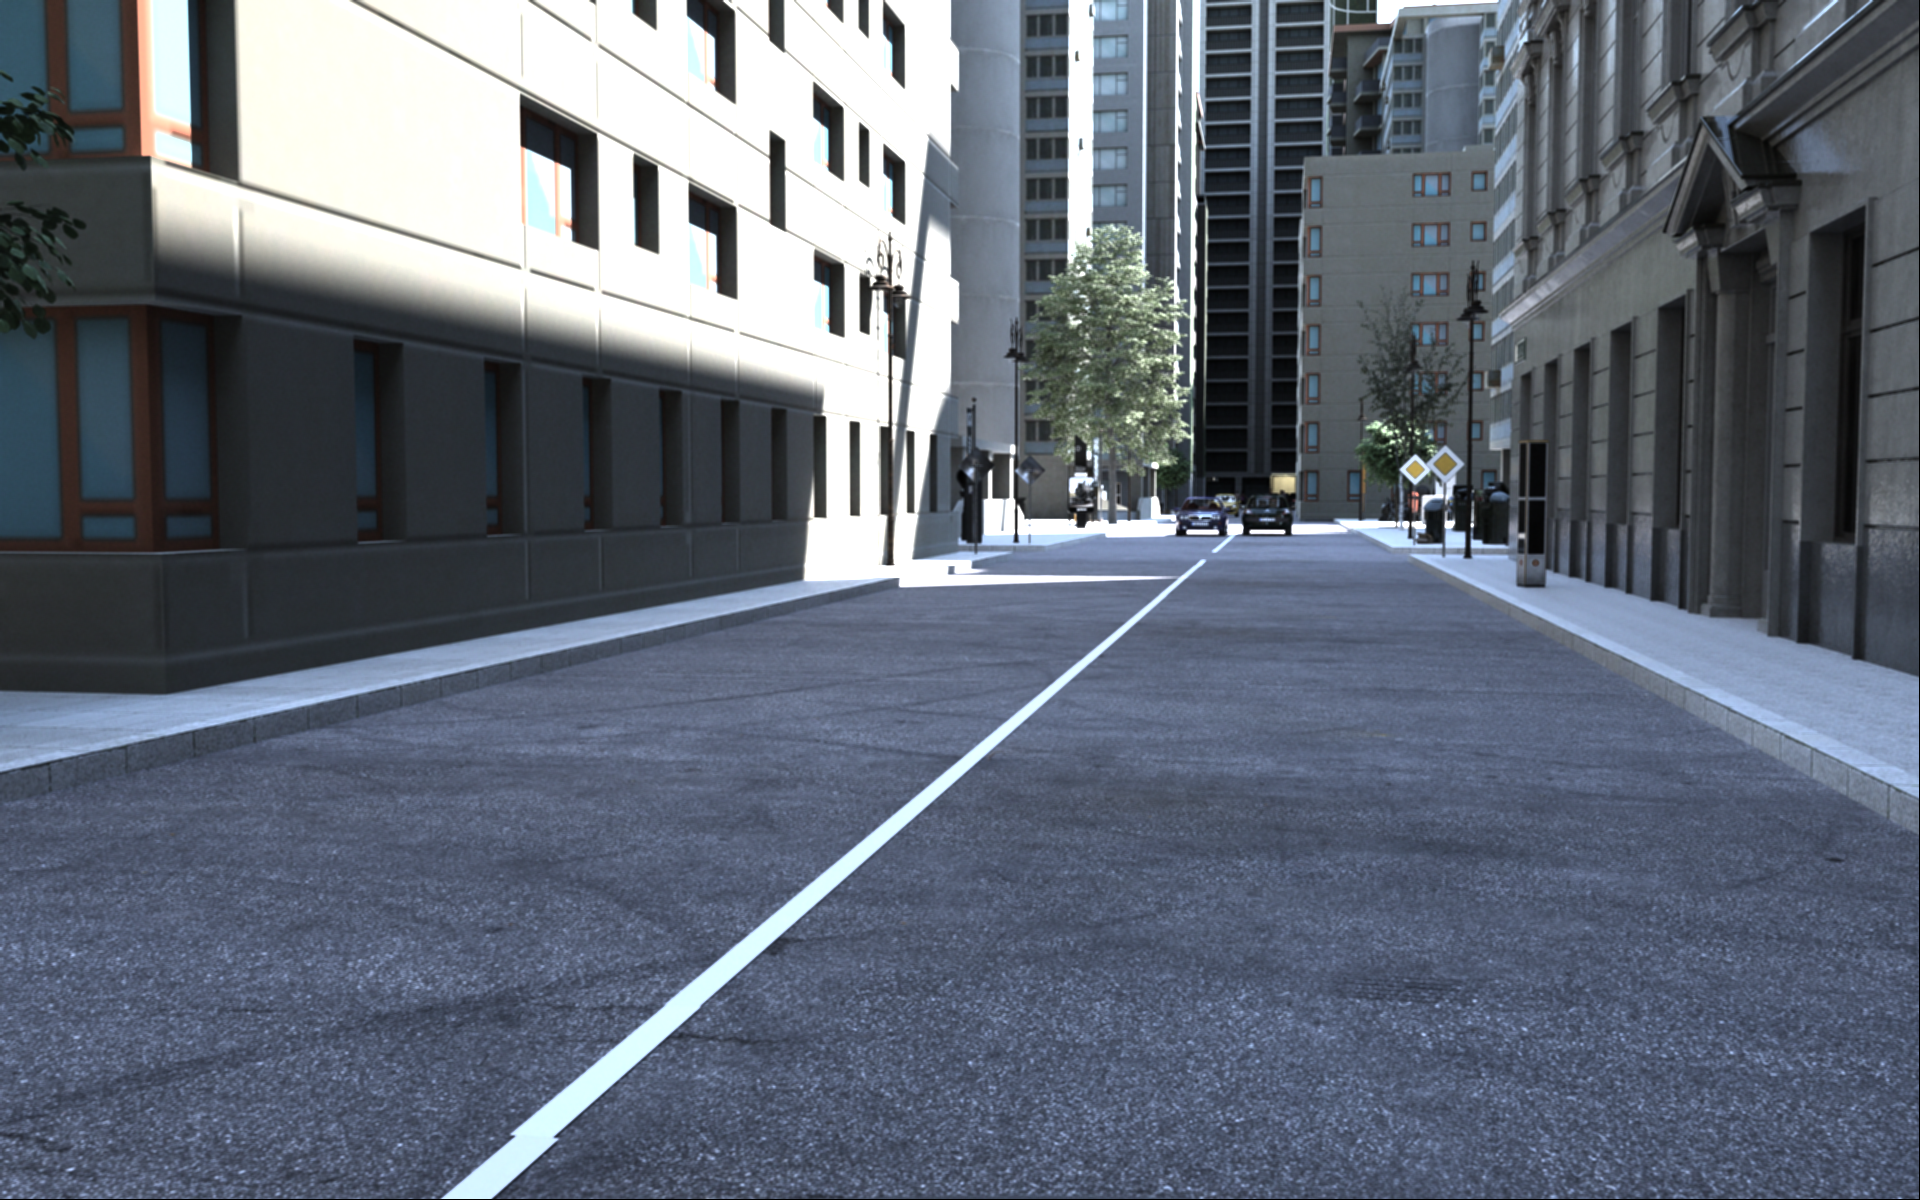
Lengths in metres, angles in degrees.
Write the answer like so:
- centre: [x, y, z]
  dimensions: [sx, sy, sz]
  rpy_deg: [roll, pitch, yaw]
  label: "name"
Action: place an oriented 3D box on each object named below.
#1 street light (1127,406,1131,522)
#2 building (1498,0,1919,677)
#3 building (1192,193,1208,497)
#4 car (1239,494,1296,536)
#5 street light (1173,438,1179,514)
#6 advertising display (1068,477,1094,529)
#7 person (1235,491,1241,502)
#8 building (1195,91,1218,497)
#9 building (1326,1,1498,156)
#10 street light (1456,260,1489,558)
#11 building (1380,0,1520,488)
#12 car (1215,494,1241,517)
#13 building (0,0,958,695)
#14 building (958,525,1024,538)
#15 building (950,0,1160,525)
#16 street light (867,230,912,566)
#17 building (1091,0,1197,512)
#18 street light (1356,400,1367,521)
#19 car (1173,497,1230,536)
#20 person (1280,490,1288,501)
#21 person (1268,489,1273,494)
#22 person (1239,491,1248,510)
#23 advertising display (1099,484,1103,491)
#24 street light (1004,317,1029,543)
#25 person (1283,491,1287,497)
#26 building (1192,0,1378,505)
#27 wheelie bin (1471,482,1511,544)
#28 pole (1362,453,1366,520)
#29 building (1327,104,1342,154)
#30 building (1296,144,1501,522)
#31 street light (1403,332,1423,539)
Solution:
- centre: [7.755, -6.509, 79.211]
  dimensions: [0.468, 5.910, 1.993]
  rpy_deg: [1, 4, 10]
  label: "street light"
- centre: [14.658, -14.334, 10.779]
  dimensions: [17.030, 29.872, 44.131]
  rpy_deg: [1, 4, 10]
  label: "building"
- centre: [15.675, -23.858, 161.781]
  dimensions: [14.160, 30.474, 14.107]
  rpy_deg: [1, 4, 10]
  label: "building"
- centre: [10.847, -3.138, 61.094]
  dimensions: [2.009, 1.686, 4.222]
  rpy_deg: [1, 4, 10]
  label: "car"
- centre: [14.186, -8.605, 113.482]
  dimensions: [0.468, 5.910, 1.993]
  rpy_deg: [1, 4, 10]
  label: "street light"
- centre: [4.462, -3.584, 63.811]
  dimensions: [0.974, 1.923, 0.123]
  rpy_deg: [0, 4, -7]
  label: "advertising display"
- centre: [28.707, -10.435, 179.823]
  dimensions: [1.217, 1.736, 0.721]
  rpy_deg: [3, 4, 36]
  label: "person"
- centre: [12.831, -32.450, 185.182]
  dimensions: [28.867, 44.769, 22.147]
  rpy_deg: [1, 4, 10]
  label: "building"
- centre: [45.114, -30.910, 160.007]
  dimensions: [22.147, 44.769, 28.867]
  rpy_deg: [1, 4, 10]
  label: "building"
- centre: [10.152, -3.771, 34.444]
  dimensions: [0.468, 5.910, 1.993]
  rpy_deg: [1, 4, 10]
  label: "street light"
- centre: [45.253, -26.956, 132.609]
  dimensions: [32.217, 40.220, 23.993]
  rpy_deg: [1, 4, 10]
  label: "building"
- centre: [16.634, -6.020, 108.657]
  dimensions: [2.015, 1.641, 3.980]
  rpy_deg: [1, 4, 10]
  label: "car"
- centre: [-16.764, -11.105, 26.612]
  dimensions: [28.899, 21.520, 27.650]
  rpy_deg: [1, 4, 10]
  label: "building"
- centre: [-14.766, -22.424, 58.519]
  dimensions: [32.217, 40.220, 23.993]
  rpy_deg: [1, 4, 10]
  label: "building"
- centre: [-5.730, -24.564, 93.503]
  dimensions: [32.217, 40.220, 23.993]
  rpy_deg: [1, 4, 10]
  label: "building"
- centre: [-1.229, -3.536, 30.605]
  dimensions: [0.468, 5.910, 1.993]
  rpy_deg: [1, 4, 10]
  label: "street light"
- centre: [9.755, -27.092, 126.550]
  dimensions: [14.154, 41.232, 14.086]
  rpy_deg: [1, 4, 10]
  label: "building"
- centre: [19.159, -6.724, 82.727]
  dimensions: [0.468, 5.910, 1.993]
  rpy_deg: [1, 4, 10]
  label: "street light"
- centre: [8.439, -2.918, 60.293]
  dimensions: [1.945, 1.354, 3.894]
  rpy_deg: [1, 4, 10]
  label: "car"
- centre: [23.199, -7.101, 125.321]
  dimensions: [1.217, 1.735, 0.721]
  rpy_deg: [-1, 4, -20]
  label: "person"
- centre: [23.729, -7.583, 132.446]
  dimensions: [1.348, 1.831, 0.705]
  rpy_deg: [2, 4, 26]
  label: "person"
- centre: [26.236, -9.254, 160.492]
  dimensions: [0.721, 1.739, 1.217]
  rpy_deg: [-2, 4, -35]
  label: "person"
- centre: [9.399, -6.758, 115.701]
  dimensions: [0.123, 1.923, 0.974]
  rpy_deg: [1, 4, 18]
  label: "advertising display"
- centre: [1.481, -4.446, 45.479]
  dimensions: [0.468, 5.910, 1.993]
  rpy_deg: [1, 4, 10]
  label: "street light"
- centre: [26.040, -7.948, 139.376]
  dimensions: [0.541, 1.710, 0.530]
  rpy_deg: [1, 4, 23]
  label: "person"
- centre: [39.273, -47.075, 207.931]
  dimensions: [20.611, 71.187, 20.563]
  rpy_deg: [1, 4, 10]
  label: "building"
- centre: [13.712, -2.224, 44.264]
  dimensions: [0.693, 1.594, 0.980]
  rpy_deg: [-1, 4, -19]
  label: "wheelie bin"
- centre: [19.965, -5.611, 85.583]
  dimensions: [0.158, 3.312, 0.155]
  rpy_deg: [0, 3, 0]
  label: "pole"
- centre: [45.511, -30.505, 182.352]
  dimensions: [14.154, 41.232, 14.086]
  rpy_deg: [1, 4, 10]
  label: "building"
- centre: [33.833, -15.637, 100.707]
  dimensions: [27.650, 21.520, 28.899]
  rpy_deg: [1, 4, 10]
  label: "building"
- centre: [12.923, -4.694, 49.527]
  dimensions: [0.468, 5.910, 1.993]
  rpy_deg: [1, 4, 10]
  label: "street light"
